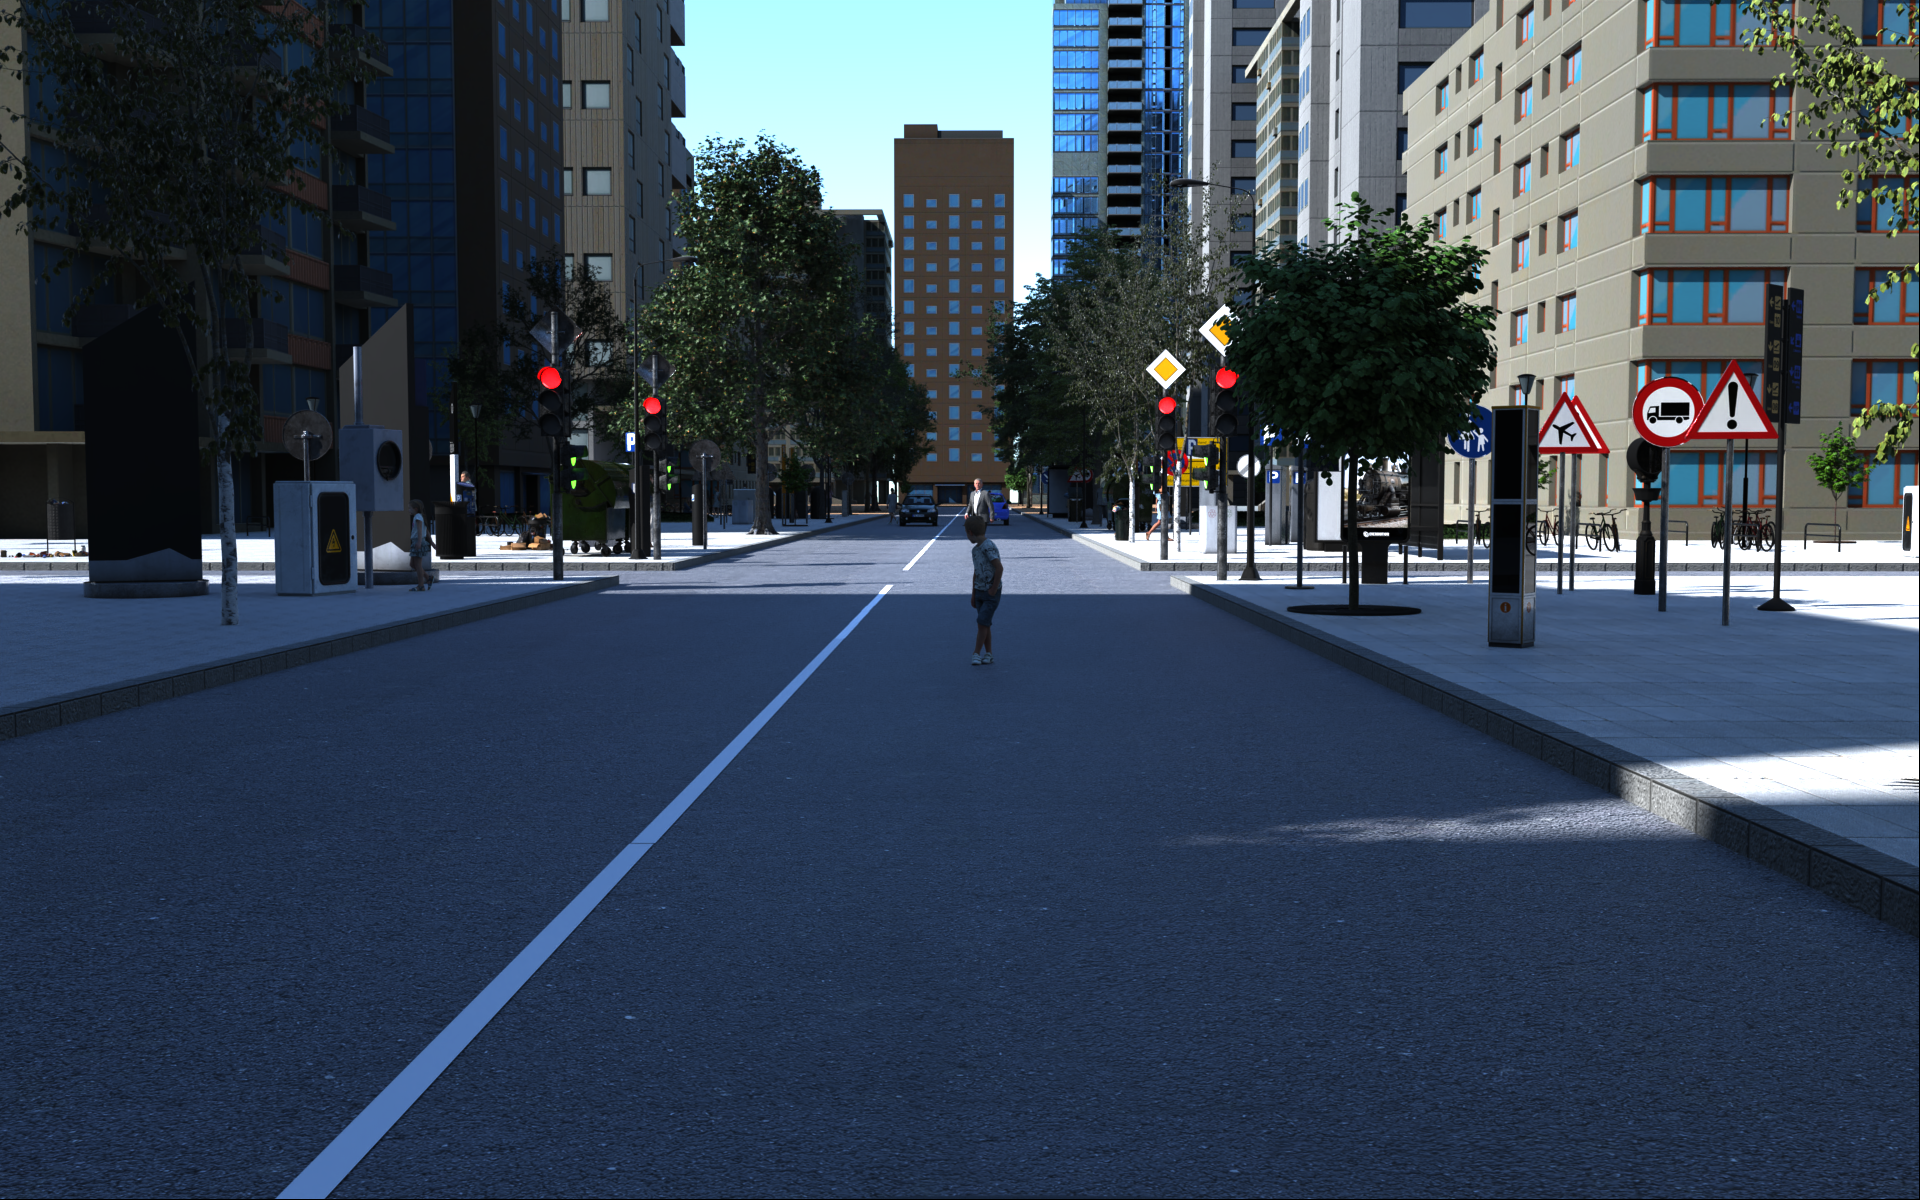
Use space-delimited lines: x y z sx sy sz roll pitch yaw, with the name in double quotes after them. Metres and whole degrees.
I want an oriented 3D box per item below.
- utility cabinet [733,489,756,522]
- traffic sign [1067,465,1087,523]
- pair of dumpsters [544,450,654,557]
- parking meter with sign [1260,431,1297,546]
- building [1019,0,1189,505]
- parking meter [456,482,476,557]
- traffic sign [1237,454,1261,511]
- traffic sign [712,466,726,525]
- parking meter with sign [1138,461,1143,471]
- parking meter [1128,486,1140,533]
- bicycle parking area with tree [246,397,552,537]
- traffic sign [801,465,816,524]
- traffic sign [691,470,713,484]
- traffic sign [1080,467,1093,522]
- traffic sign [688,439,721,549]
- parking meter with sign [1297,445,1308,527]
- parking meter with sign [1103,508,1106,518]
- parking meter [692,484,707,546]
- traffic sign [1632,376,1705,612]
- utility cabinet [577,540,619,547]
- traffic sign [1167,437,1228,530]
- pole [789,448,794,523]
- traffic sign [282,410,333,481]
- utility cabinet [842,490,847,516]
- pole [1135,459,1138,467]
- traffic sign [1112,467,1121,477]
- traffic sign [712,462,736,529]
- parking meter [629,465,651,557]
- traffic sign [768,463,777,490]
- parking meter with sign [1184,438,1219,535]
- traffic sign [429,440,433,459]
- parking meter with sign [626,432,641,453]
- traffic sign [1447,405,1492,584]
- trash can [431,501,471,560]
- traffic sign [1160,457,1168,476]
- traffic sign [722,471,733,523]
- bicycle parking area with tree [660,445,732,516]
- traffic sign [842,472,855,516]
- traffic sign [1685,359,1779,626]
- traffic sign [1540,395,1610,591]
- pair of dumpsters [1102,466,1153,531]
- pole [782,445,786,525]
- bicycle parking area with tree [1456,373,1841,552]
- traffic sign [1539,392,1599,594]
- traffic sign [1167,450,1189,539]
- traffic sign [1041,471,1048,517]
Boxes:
-9.741 -4.302 79.019 1.173 1.500 0.318 -1 4 -12 "utility cabinet"
5.255 -4.757 77.775 0.884 2.594 0.081 1 4 10 "traffic sign"
-7.728 -2.126 37.248 1.574 2.255 4.437 0 4 1 "pair of dumpsters"
7.990 -2.900 43.681 0.543 3.016 1.738 1 4 20 "parking meter with sign"
23.021 -55.289 216.643 31.000 86.520 22.319 0 4 1 "building"
-10.133 -1.659 35.531 0.372 1.533 0.369 0 3 0 "parking meter"
9.256 -3.392 55.564 0.768 2.556 0.104 1 4 9 "traffic sign"
-10.014 -4.427 72.480 0.768 2.556 0.104 0 4 2 "traffic sign"
8.729 -5.806 91.196 1.738 3.016 0.543 -2 4 -26 "parking meter with sign"
5.761 -2.997 57.411 0.372 1.533 0.369 0 3 0 "parking meter"
-17.122 -4.029 52.883 8.231 4.147 9.016 -2 4 -29 "bicycle parking area with tree"
-6.611 -4.560 74.668 0.768 2.556 0.104 0 4 1 "traffic sign"
-10.115 -4.152 67.889 0.884 2.594 0.081 0 4 7 "traffic sign"
5.748 -4.871 79.749 0.768 2.556 0.104 0 4 7 "traffic sign"
-5.940 -2.457 40.274 0.768 2.556 0.104 0 4 6 "traffic sign"
9.060 -3.059 46.277 0.543 3.016 1.738 0 4 5 "parking meter with sign"
8.049 -5.908 92.860 1.738 3.016 0.543 2 4 28 "parking meter with sign"
-6.484 -2.123 43.125 0.372 1.533 0.369 0 3 0 "parking meter"
7.679 -1.147 18.862 0.768 2.556 0.104 0 4 6 "traffic sign"
-8.797 -1.895 42.140 1.020 1.237 0.306 -2 4 -24 "utility cabinet"
8.381 -4.137 61.520 2.265 3.308 0.079 0 4 1 "traffic sign"
-7.483 -5.084 76.970 0.158 3.312 0.155 0 3 0 "pole"
-9.863 -1.595 26.182 0.768 2.556 0.104 0 4 2 "traffic sign"
-6.595 -5.506 98.707 0.318 1.500 1.173 0 4 -5 "utility cabinet"
8.541 -5.517 84.040 0.158 3.312 0.155 0 3 0 "pole"
7.667 -5.082 82.828 0.795 2.593 0.064 0 4 6 "traffic sign"
-8.649 -3.883 63.483 0.884 2.594 0.081 0 4 6 "traffic sign"
-6.542 -1.814 35.373 0.399 1.863 0.255 2 4 33 "parking meter"
-7.898 -4.352 71.267 0.768 2.556 0.104 0 4 8 "traffic sign"
7.790 -3.513 53.695 0.543 3.016 1.738 -3 5 -42 "parking meter with sign"
-11.000 -2.128 34.897 0.768 2.556 0.104 0 4 6 "traffic sign"
-9.755 -3.184 48.322 0.543 3.016 1.738 3 5 40 "parking meter with sign"
7.315 -1.508 24.764 0.768 2.556 0.104 0 4 1 "traffic sign"
-10.011 -1.372 34.087 0.748 1.137 0.748 0 3 0 "trash can"
6.518 -3.360 54.668 0.795 2.593 0.064 0 4 4 "traffic sign"
-10.376 -4.577 76.957 0.606 2.300 0.079 1 4 10 "traffic sign"
-15.909 -7.126 103.520 9.016 4.147 8.231 2 4 25 "bicycle parking area with tree"
-6.528 -6.174 101.058 0.768 2.556 0.104 0 4 1 "traffic sign"
7.470 -1.029 16.827 0.884 2.594 0.081 0 4 3 "traffic sign"
8.121 -1.402 22.927 0.884 2.594 0.081 1 4 10 "traffic sign"
5.929 -3.555 60.615 1.574 2.255 4.437 0 4 0 "pair of dumpsters"
-7.270 -4.748 71.472 0.158 3.312 0.155 0 3 0 "pole"
16.182 -3.336 41.541 8.231 4.147 9.016 1 4 16 "bicycle parking area with tree"
7.687 -1.353 22.126 0.884 2.594 0.081 0 4 1 "traffic sign"
6.090 -2.998 49.116 0.768 2.556 0.104 0 4 7 "traffic sign"
4.813 -5.802 94.973 0.768 2.556 0.104 0 4 2 "traffic sign"
